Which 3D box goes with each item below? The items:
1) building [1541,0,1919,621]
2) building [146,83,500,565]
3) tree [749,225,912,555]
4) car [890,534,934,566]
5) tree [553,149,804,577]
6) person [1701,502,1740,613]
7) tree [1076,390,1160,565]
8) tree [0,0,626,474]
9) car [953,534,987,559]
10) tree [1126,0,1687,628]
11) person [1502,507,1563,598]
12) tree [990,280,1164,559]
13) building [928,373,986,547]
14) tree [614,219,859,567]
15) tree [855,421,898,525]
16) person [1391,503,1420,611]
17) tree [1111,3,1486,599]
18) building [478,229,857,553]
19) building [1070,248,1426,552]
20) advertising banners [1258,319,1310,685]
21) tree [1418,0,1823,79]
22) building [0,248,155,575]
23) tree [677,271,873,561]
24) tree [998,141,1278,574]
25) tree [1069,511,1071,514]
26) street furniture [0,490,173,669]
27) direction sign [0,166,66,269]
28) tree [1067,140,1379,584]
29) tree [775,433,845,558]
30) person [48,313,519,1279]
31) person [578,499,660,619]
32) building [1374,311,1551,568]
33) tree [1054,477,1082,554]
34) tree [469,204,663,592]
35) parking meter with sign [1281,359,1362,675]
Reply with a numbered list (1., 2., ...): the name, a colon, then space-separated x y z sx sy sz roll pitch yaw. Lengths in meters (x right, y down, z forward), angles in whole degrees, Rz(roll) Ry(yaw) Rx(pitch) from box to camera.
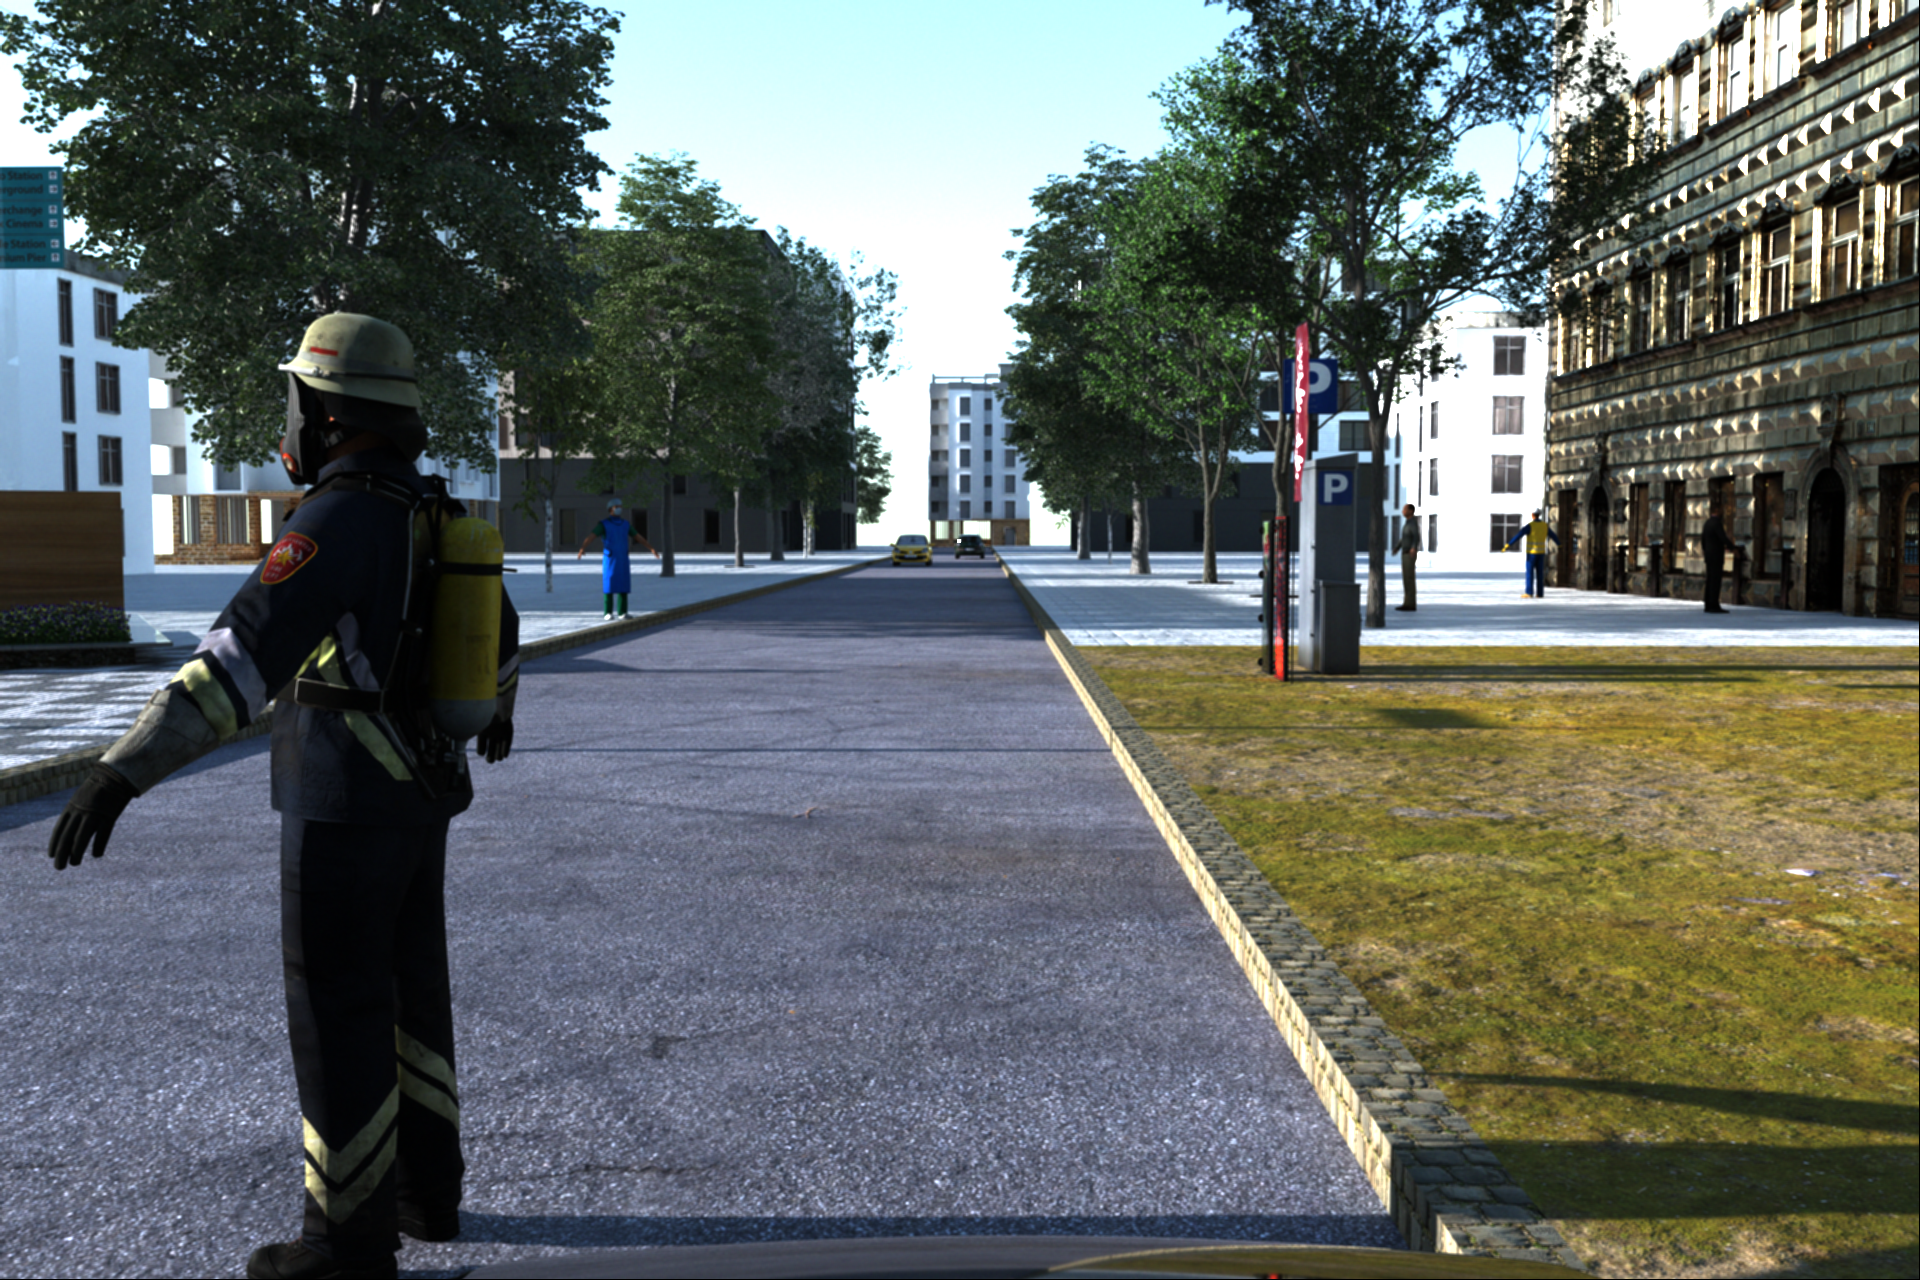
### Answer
1. building: 23.219 -12.313 32.239 19.493 23.208 18.063 0 4 1
2. building: -28.392 -13.315 74.113 16.016 20.090 11.380 0 4 1
3. tree: -8.931 -15.257 105.335 12.611 20.169 13.585 0 3 0
4. car: -2.149 -4.184 78.629 2.015 1.641 3.980 0 4 1
5. tree: -8.397 -8.175 51.794 7.486 12.596 7.792 0 3 0
6. person: 12.308 -1.342 28.170 0.704 1.802 1.346 0 4 2
7. tree: 6.321 -7.489 72.800 4.360 8.622 3.978 0 3 0
8. tree: -9.628 -7.342 26.691 9.857 13.997 8.962 0 3 0
9. car: 0.585 -5.609 101.501 2.009 1.686 4.222 0 4 1
10. tree: 6.002 -5.463 23.740 7.601 10.594 8.767 -3 5 -40
11. person: 11.541 -1.763 34.800 1.349 1.833 0.705 -1 4 -13
12. tree: 6.354 -11.091 87.994 9.857 13.997 8.962 0 3 0
13. building: -3.298 -20.623 196.062 11.380 20.090 16.016 0 4 -1
14. tree: -8.670 -9.582 67.043 12.009 13.543 11.850 0 3 0
15. tree: -11.946 -17.491 192.636 9.857 13.997 8.962 0 3 0
16. person: 7.484 -1.388 28.959 0.705 1.796 1.348 0 4 1
17. tree: 6.522 -6.652 34.521 9.928 11.665 9.643 0 3 0
18. building: -23.198 -17.676 132.982 27.936 21.610 32.646 0 4 1
19. building: 22.806 -18.132 140.435 27.936 21.610 32.646 0 4 1
20. advertising banners: 2.831 -1.162 15.185 0.090 3.025 2.074 0 4 1
21. tree: 4.559 -4.457 7.278 7.601 10.594 8.767 1 4 12
22. building: -27.258 -6.122 42.243 9.099 9.664 28.070 0 4 2
23. tree: -8.886 -10.778 82.883 9.857 13.997 8.962 0 3 0
24. tree: 5.730 -9.097 55.390 9.857 13.997 8.962 0 3 0
25. tree: 14.292 -14.802 192.371 4.360 8.622 3.978 0 3 0
26. street furniture: -12.934 -0.647 17.440 9.812 1.723 11.010 -2 4 -28
27. direction sign: -7.050 -1.415 11.895 2.525 3.948 1.411 0 4 2
28. tree: 6.613 -7.274 44.685 9.928 11.665 9.643 0 3 0
29. tree: -7.988 -8.661 91.974 4.737 8.622 4.395 0 3 0
30. person: -1.189 0.296 3.404 0.705 1.856 1.354 1 4 15
31. person: -5.176 -1.223 26.129 1.347 1.817 0.704 -3 5 -39
32. building: 23.077 -7.541 65.441 9.099 9.664 28.070 0 4 1
33. tree: 7.109 -9.469 105.184 4.737 8.622 4.395 0 3 0
34. tree: -8.945 -5.372 38.195 4.737 8.622 4.395 0 3 0
35. parking meter with sign: 3.477 -1.237 16.487 0.543 3.016 1.738 0 3 0
